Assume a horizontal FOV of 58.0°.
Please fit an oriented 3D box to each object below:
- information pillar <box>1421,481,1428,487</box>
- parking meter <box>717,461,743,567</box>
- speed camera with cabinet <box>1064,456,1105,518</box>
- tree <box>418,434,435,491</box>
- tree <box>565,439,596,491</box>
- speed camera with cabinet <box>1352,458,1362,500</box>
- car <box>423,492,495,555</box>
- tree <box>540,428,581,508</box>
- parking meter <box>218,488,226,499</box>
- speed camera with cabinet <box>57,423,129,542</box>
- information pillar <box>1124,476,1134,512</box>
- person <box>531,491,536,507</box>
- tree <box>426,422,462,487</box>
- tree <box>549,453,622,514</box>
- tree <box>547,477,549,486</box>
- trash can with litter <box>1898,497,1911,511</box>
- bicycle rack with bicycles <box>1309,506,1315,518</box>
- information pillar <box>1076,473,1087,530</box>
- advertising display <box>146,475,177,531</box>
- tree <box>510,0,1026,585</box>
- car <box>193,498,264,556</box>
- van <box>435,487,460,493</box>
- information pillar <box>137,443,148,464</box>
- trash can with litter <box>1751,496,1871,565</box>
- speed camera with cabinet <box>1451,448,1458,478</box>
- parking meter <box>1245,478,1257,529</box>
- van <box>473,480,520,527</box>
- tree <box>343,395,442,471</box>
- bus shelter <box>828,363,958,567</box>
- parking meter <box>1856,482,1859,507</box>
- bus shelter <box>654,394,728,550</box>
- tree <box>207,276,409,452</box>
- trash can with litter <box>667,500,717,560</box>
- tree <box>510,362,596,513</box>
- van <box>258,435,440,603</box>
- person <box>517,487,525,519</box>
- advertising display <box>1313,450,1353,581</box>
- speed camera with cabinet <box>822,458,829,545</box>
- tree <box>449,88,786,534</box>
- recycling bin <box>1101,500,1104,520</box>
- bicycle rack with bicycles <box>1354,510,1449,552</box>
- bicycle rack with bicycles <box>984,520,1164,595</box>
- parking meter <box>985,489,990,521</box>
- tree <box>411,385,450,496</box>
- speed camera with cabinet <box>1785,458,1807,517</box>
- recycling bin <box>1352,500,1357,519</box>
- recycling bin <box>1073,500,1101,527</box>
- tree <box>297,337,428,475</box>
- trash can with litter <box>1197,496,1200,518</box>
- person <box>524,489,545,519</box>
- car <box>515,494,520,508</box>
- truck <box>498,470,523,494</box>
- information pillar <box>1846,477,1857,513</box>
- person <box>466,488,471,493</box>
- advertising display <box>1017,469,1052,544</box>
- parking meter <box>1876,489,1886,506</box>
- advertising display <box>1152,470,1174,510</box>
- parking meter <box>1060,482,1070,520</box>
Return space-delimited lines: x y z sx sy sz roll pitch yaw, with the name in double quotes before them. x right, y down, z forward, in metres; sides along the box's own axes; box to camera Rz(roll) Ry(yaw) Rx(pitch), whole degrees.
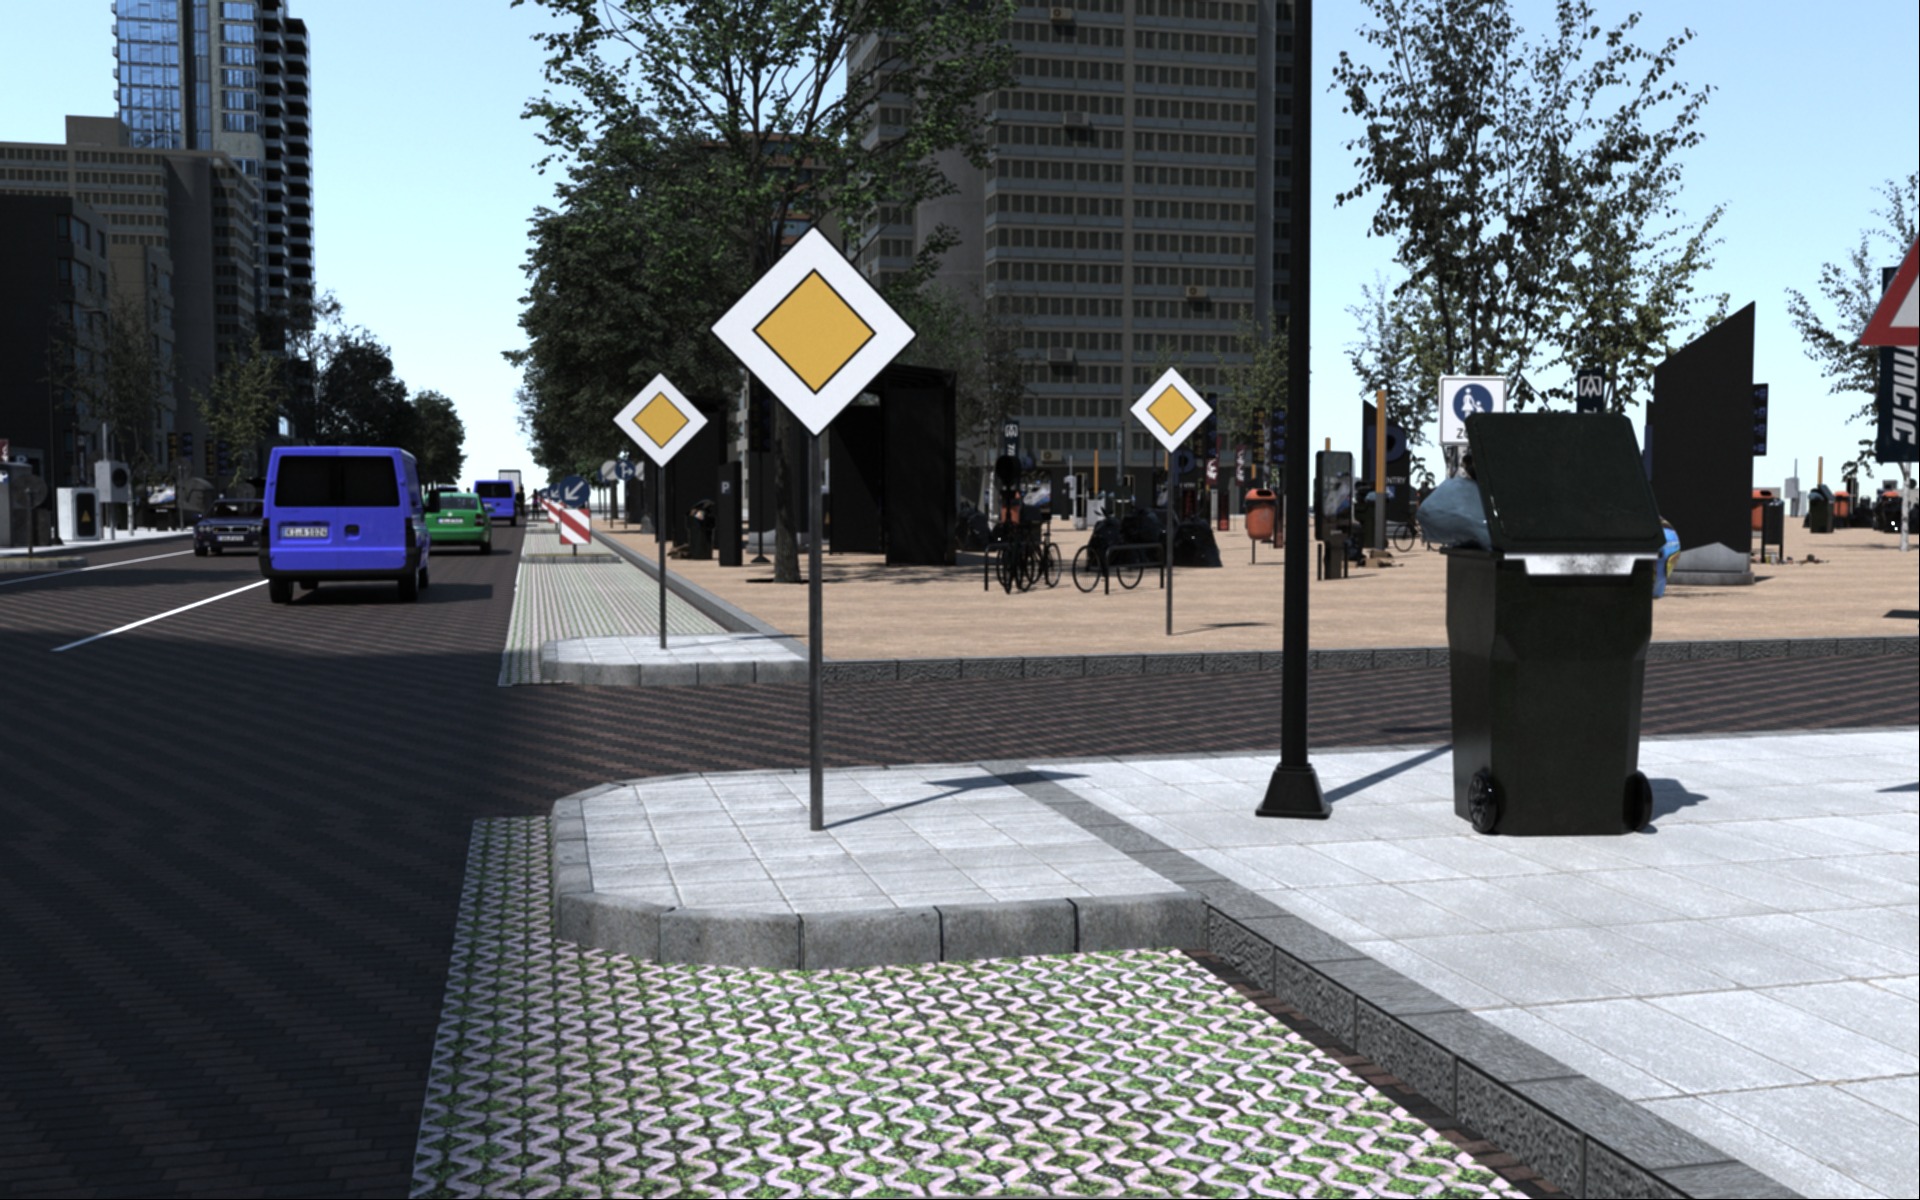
"information pillar" 26.522 -5.774 98.892 0.304 2.012 0.304 -1 4 -16
"parking meter" -4.071 -1.525 30.638 0.399 1.863 0.255 2 4 33
"speed camera with cabinet" 6.418 -5.798 89.138 2.038 3.252 0.660 1 4 20
"tree" -54.966 -13.637 173.329 4.737 8.622 4.395 0 3 0
"tree" -33.307 -12.391 152.954 4.360 8.622 3.978 0 3 0
"speed camera with cabinet" 21.010 -6.124 94.471 2.038 3.252 0.660 -1 4 -21
"car" -12.285 -2.030 41.992 1.959 1.807 4.718 -1 4 -14
"tree" -31.458 -12.838 144.318 7.601 10.594 8.767 1 4 11
"parking meter" -31.633 -4.026 74.229 0.372 1.533 0.369 0 3 0
"speed camera with cabinet" -23.851 -3.260 47.641 0.660 3.252 2.038 1 4 18
"information pillar" 6.699 -3.928 68.722 0.304 2.012 0.304 -3 4 -39
"person" -45.694 -10.846 185.920 0.705 1.812 1.348 0 4 5
"tree" -72.596 -19.614 238.817 7.486 12.596 7.792 0 3 0
"tree" -22.871 -7.739 110.250 4.285 4.588 4.351 0 3 0
"tree" -45.671 -13.136 198.484 4.285 4.588 4.351 0 3 0
"trash can with litter" 39.031 -3.680 71.555 1.055 1.170 0.624 -2 4 -31
"bicycle rack with bicycles" 19.616 -4.801 91.878 2.852 0.926 2.925 -3 5 -40
"information pillar" 4.300 -3.473 61.280 0.304 2.012 0.304 2 4 33
"advertising display" -27.525 -3.333 59.716 0.974 1.923 0.123 -1 4 -10
"tree" -2.652 -6.055 24.752 9.928 11.665 9.643 0 3 0
"car" -17.126 -1.754 41.253 1.945 1.354 3.894 -1 4 -16
"van" -41.193 -8.240 139.116 2.240 2.365 5.245 -1 4 -13
"information pillar" -36.765 -5.295 77.923 0.183 3.616 0.504 2 4 29
"trash can with litter" 15.470 -1.294 32.210 2.233 1.210 1.678 -2 4 -28
"speed camera with cabinet" 18.136 -4.138 61.999 0.660 3.252 2.038 -1 4 -10
"parking meter" 10.600 -3.508 63.072 0.399 1.863 0.255 -1 4 -21
"van" -20.813 -4.466 77.410 2.240 2.365 5.245 -1 4 -15
"tree" -51.529 -13.664 157.814 7.601 10.594 8.767 1 4 13
"bus shelter" -1.539 -2.581 33.478 1.731 3.624 6.357 -1 4 -14
"parking meter" 43.521 -4.809 84.344 0.399 1.863 0.255 -2 4 -35
"bus shelter" -6.800 -3.137 42.574 1.731 3.624 6.357 -1 4 -14
"tree" -36.376 -11.432 97.281 12.009 13.543 11.850 0 3 0
"trash can with litter" -5.273 -1.371 33.795 1.055 1.170 0.624 2 4 30
"tree" -26.120 -12.768 119.122 12.009 13.543 11.850 0 3 0
"van" -8.605 -1.236 24.593 2.240 2.365 5.245 -1 4 -15
"person" -25.561 -5.676 100.938 0.705 1.869 1.348 -2 4 -28
"advertising display" 5.609 -1.271 25.995 0.123 1.923 0.974 3 5 39
"speed camera with cabinet" -3.367 -3.049 44.189 0.660 3.252 2.038 1 4 23
"tree" -10.018 -9.087 55.234 9.857 13.997 8.962 0 3 0
"recycling bin" 5.792 -3.754 73.935 0.722 1.027 0.722 0 4 3
"bicycle rack with bicycles" 10.740 -1.513 38.112 2.925 0.926 2.852 -3 4 -38
"bicycle rack with bicycles" 1.357 -0.601 23.201 2.852 0.926 2.925 2 4 31
"parking meter" 1.356 -4.498 81.946 0.372 1.533 0.369 0 3 0
"tree" -63.153 -18.233 204.770 9.857 13.997 8.962 0 3 0
"speed camera with cabinet" 46.474 -6.236 96.288 0.660 3.252 2.038 3 5 43
"recycling bin" 16.310 -3.608 71.542 0.722 1.027 0.722 -1 4 -10
"recycling bin" 4.931 -3.397 68.087 0.722 1.027 0.722 -2 4 -28
"tree" -43.188 -12.727 125.100 9.611 12.733 9.660 0 3 0
"trash can with litter" 8.370 -3.251 64.209 2.233 1.210 1.678 -1 4 -9
"person" -24.020 -5.426 97.891 1.217 1.739 0.721 -2 4 -31
"car" -47.966 -10.803 185.426 1.959 1.807 4.718 -1 4 -13
"truck" -53.197 -13.212 204.925 2.839 4.237 11.283 -1 4 -14
"information pillar" 39.036 -4.366 75.873 0.304 2.012 0.304 -2 4 -24
"person" -28.788 -5.674 101.367 0.705 1.812 1.348 2 4 28
"advertising display" 1.902 -2.386 44.231 0.974 1.923 0.123 -2 4 -28
"parking meter" 42.634 -4.389 80.171 0.372 1.533 0.369 0 3 0
"advertising display" 5.488 -2.542 46.771 0.123 1.923 0.974 3 4 37
"parking meter" 5.141 -4.835 84.765 0.399 1.863 0.255 2 4 31
